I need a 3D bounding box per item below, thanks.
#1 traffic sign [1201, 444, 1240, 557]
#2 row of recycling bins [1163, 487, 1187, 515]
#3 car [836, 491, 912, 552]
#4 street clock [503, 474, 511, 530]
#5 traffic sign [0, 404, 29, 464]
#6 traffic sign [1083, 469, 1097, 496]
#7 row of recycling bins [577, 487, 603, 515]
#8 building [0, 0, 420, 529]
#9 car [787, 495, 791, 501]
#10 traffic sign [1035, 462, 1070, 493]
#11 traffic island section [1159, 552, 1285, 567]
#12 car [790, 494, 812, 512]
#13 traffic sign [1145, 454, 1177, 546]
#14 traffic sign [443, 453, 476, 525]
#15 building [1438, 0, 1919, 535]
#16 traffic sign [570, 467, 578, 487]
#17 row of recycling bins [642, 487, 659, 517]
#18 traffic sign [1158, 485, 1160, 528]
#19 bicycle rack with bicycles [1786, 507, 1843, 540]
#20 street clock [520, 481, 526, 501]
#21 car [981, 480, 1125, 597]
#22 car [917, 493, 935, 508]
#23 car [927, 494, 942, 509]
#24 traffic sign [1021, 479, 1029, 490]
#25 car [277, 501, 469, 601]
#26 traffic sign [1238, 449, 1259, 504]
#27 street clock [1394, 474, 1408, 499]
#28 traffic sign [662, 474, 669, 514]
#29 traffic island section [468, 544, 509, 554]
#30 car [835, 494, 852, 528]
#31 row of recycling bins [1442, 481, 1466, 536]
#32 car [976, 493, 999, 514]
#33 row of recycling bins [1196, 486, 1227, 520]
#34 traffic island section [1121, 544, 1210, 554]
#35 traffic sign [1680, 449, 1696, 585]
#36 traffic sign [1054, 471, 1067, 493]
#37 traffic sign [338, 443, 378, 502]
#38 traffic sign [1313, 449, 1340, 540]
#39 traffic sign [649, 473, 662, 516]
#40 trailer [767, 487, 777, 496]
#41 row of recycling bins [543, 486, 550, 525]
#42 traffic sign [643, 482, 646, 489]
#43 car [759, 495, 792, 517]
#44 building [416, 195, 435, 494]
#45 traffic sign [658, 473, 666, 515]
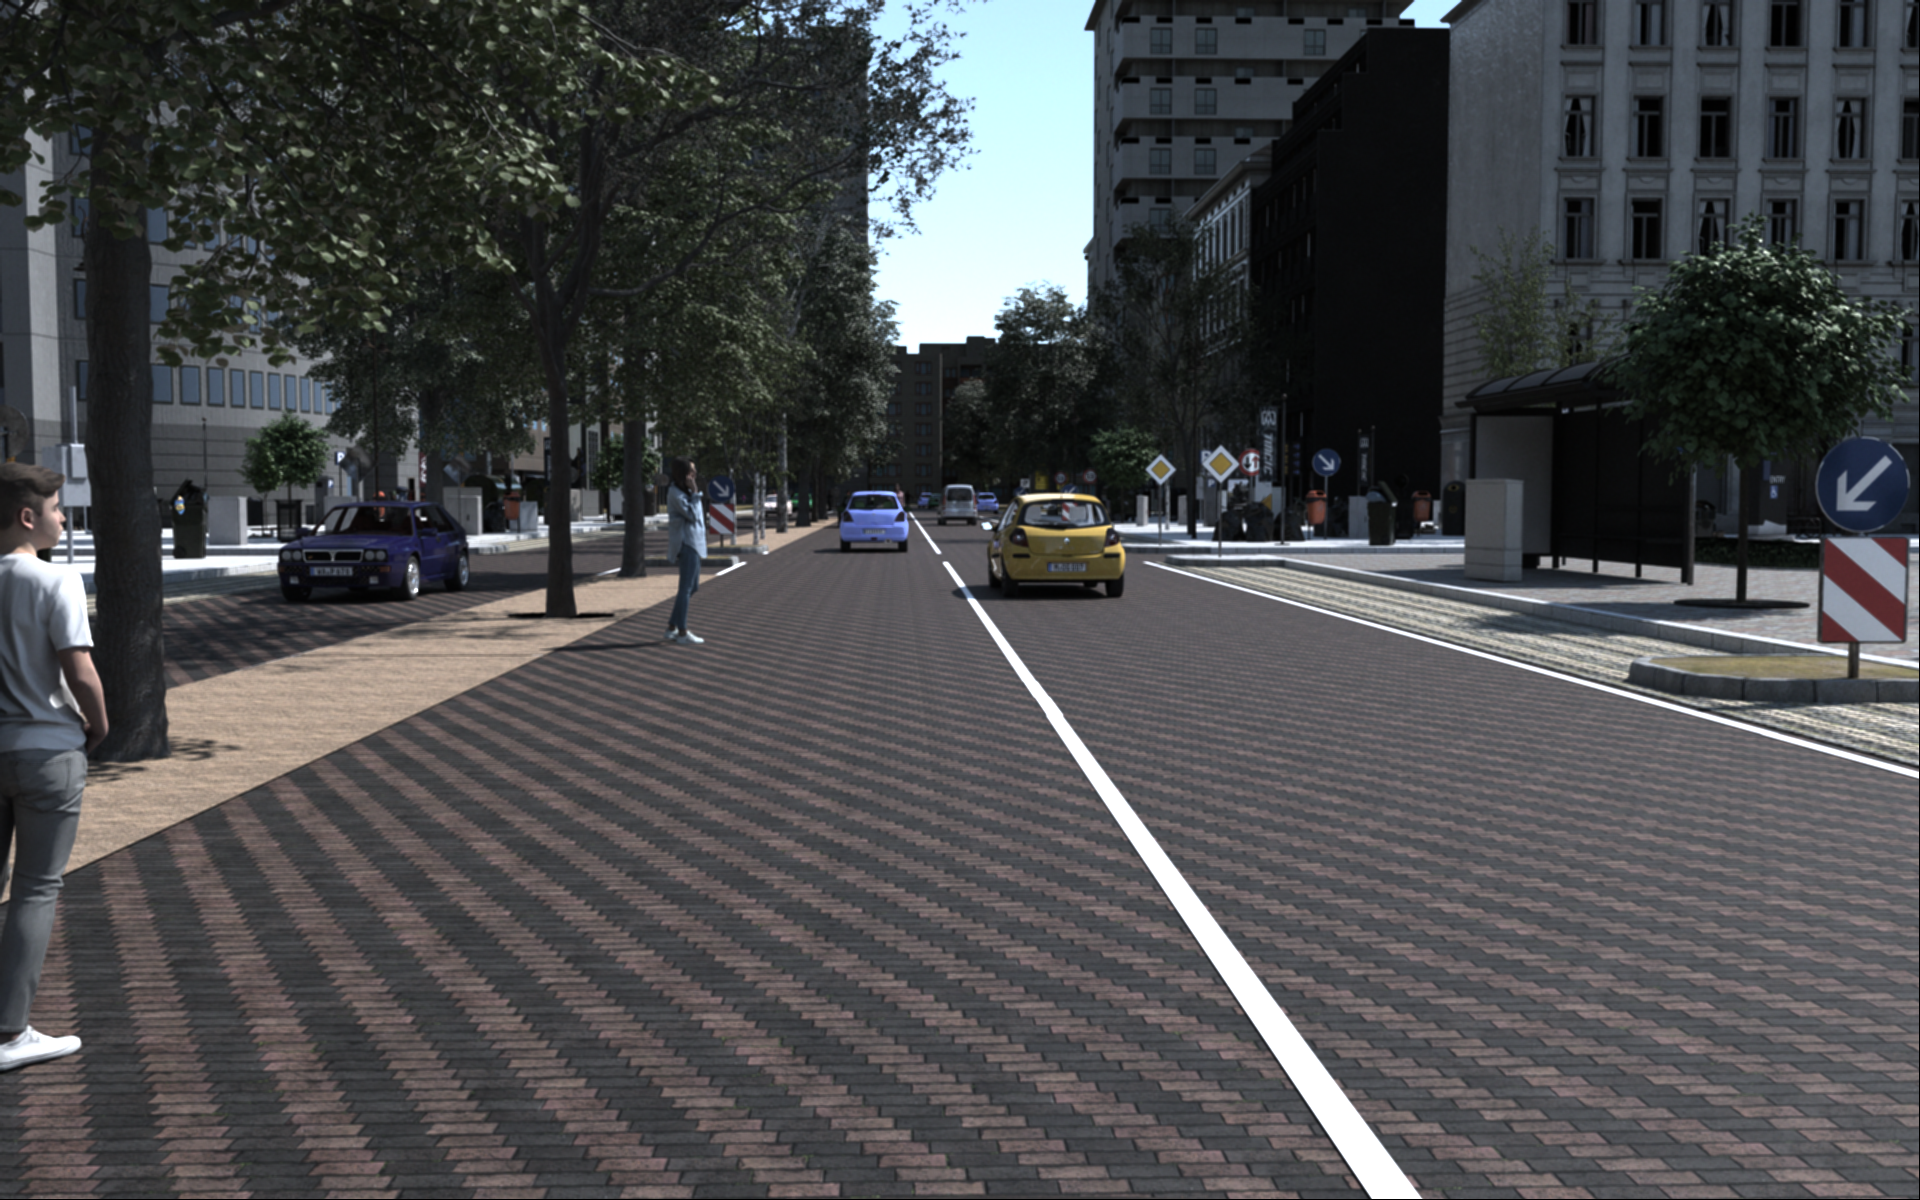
[{"bbox_3d":[5.267,-1.921,35.057,0.795,2.450,0.064,0,4,-2],"label":"traffic sign"},{"bbox_3d":[13.102,-6.015,105.464,1.069,1.692,3.534,1,4,21],"label":"row of recycling bins"},{"bbox_3d":[-2.180,-2.103,43.970,1.945,1.707,3.694,0,4,-3],"label":"car"},{"bbox_3d":[-16.128,-3.504,61.859,0.358,2.002,0.471,-1,4,-15],"label":"street clock"},{"bbox_3d":[-13.585,-1.498,24.606,0.768,2.556,0.104,0,4,5],"label":"traffic sign"},{"bbox_3d":[6.480,-5.256,86.045,0.768,2.556,0.104,0,4,3],"label":"traffic sign"},{"bbox_3d":[-23.519,-6.026,105.633,3.534,1.692,1.069,0,4,-1],"label":"row of recycling bins"},{"bbox_3d":[-38.090,-32.547,74.135,21.231,58.520,28.212,0,4,-2],"label":"building"},{"bbox_3d":[-16.529,-9.147,161.918,2.083,1.381,4.827,0,4,-3],"label":"car"},{"bbox_3d":[5.939,-7.190,111.435,2.265,3.308,0.079,0,4,2],"label":"traffic sign"},{"bbox_3d":[5.290,-0.786,35.135,2.009,0.180,2.903,0,4,-2],"label":"traffic island section"},{"bbox_3d":[-12.529,-7.882,137.662,1.959,1.807,4.718,0,4,-2],"label":"car"},{"bbox_3d":[4.976,-2.409,43.037,0.795,2.450,0.064,0,4,-2],"label":"traffic sign"},{"bbox_3d":[-12.257,-2.372,42.432,0.795,2.450,0.064,0,4,-2],"label":"traffic sign"},{"bbox_3d":[26.752,-12.835,59.008,18.267,20.994,9.793,0,4,-2],"label":"building"},{"bbox_3d":[-18.072,-4.904,80.285,0.768,2.556,0.104,0,4,-1],"label":"traffic sign"},{"bbox_3d":[-20.306,-6.477,113.015,1.069,1.692,3.534,0,4,-3],"label":"row of recycling bins"},{"bbox_3d":[7.538,-3.935,65.528,0.795,2.450,0.064,0,4,-1],"label":"traffic sign"},{"bbox_3d":[23.907,-2.215,49.602,2.852,0.926,2.925,-3,5,-44],"label":"bicycle rack with bicycles"},{"bbox_3d":[-23.930,-5.517,94.771,0.358,2.002,0.471,1,4,11],"label":"street clock"},{"bbox_3d":[1.350,-0.935,25.513,2.015,1.641,3.980,0,4,-3],"label":"car"},{"bbox_3d":[-3.458,-10.281,177.683,1.945,1.707,3.694,0,4,-3],"label":"car"},{"bbox_3d":[-2.184,-9.693,167.278,1.959,1.807,4.718,0,4,-3],"label":"car"},{"bbox_3d":[4.365,-6.978,116.217,0.606,2.300,0.079,0,4,4],"label":"traffic sign"},{"bbox_3d":[-8.214,-0.727,24.470,1.945,1.354,3.894,0,4,-1],"label":"car"},{"bbox_3d":[8.190,-2.973,48.708,0.768,2.556,0.104,0,4,6],"label":"traffic sign"},{"bbox_3d":[16.149,-3.600,63.423,0.471,2.002,0.358,1,4,20],"label":"street clock"},{"bbox_3d":[-18.733,-6.684,109.382,0.768,2.556,0.104,0,4,3],"label":"traffic sign"},{"bbox_3d":[-12.280,-1.236,42.493,2.009,0.180,2.903,0,4,-2],"label":"traffic island section"},{"bbox_3d":[-4.427,-4.010,75.350,2.009,1.686,4.222,0,4,-3],"label":"car"},{"bbox_3d":[16.120,-2.780,52.560,1.069,1.692,3.534,-2,4,-33],"label":"row of recycling bins"},{"bbox_3d":[1.834,-6.958,123.346,1.945,1.707,3.694,0,4,-1],"label":"car"},{"bbox_3d":[13.131,-4.923,87.602,1.069,1.692,3.534,3,4,38],"label":"row of recycling bins"},{"bbox_3d":[5.000,-1.274,43.115,2.009,0.180,2.903,0,4,-2],"label":"traffic island section"},{"bbox_3d":[10.282,-1.480,24.303,0.768,2.556,0.104,0,4,1],"label":"traffic sign"},{"bbox_3d":[5.649,-5.944,97.296,0.768,2.556,0.104,0,4,-1],"label":"traffic sign"},{"bbox_3d":[-11.967,-1.884,34.452,0.795,2.450,0.064,0,4,-2],"label":"traffic sign"},{"bbox_3d":[10.307,-2.978,48.792,0.768,2.556,0.104,0,4,6],"label":"traffic sign"},{"bbox_3d":[-18.008,-6.253,102.339,0.768,2.556,0.104,0,4,3],"label":"traffic sign"},{"bbox_3d":[-16.158,-8.712,149.485,1.471,1.999,3.904,0,4,-4],"label":"trailer"},{"bbox_3d":[-16.836,-3.990,72.345,1.069,1.692,3.534,-1,4,-16],"label":"row of recycling bins"},{"bbox_3d":[-18.226,-6.138,94.225,2.265,3.308,0.079,0,4,0],"label":"traffic sign"},{"bbox_3d":[-11.711,-5.995,110.374,2.083,1.381,4.827,0,4,-2],"label":"car"},{"bbox_3d":[-32.721,-27.755,103.904,14.600,45.320,14.200,0,4,-2],"label":"building"},{"bbox_3d":[-18.510,-6.525,106.784,0.768,2.556,0.104,0,4,7],"label":"traffic sign"}]
